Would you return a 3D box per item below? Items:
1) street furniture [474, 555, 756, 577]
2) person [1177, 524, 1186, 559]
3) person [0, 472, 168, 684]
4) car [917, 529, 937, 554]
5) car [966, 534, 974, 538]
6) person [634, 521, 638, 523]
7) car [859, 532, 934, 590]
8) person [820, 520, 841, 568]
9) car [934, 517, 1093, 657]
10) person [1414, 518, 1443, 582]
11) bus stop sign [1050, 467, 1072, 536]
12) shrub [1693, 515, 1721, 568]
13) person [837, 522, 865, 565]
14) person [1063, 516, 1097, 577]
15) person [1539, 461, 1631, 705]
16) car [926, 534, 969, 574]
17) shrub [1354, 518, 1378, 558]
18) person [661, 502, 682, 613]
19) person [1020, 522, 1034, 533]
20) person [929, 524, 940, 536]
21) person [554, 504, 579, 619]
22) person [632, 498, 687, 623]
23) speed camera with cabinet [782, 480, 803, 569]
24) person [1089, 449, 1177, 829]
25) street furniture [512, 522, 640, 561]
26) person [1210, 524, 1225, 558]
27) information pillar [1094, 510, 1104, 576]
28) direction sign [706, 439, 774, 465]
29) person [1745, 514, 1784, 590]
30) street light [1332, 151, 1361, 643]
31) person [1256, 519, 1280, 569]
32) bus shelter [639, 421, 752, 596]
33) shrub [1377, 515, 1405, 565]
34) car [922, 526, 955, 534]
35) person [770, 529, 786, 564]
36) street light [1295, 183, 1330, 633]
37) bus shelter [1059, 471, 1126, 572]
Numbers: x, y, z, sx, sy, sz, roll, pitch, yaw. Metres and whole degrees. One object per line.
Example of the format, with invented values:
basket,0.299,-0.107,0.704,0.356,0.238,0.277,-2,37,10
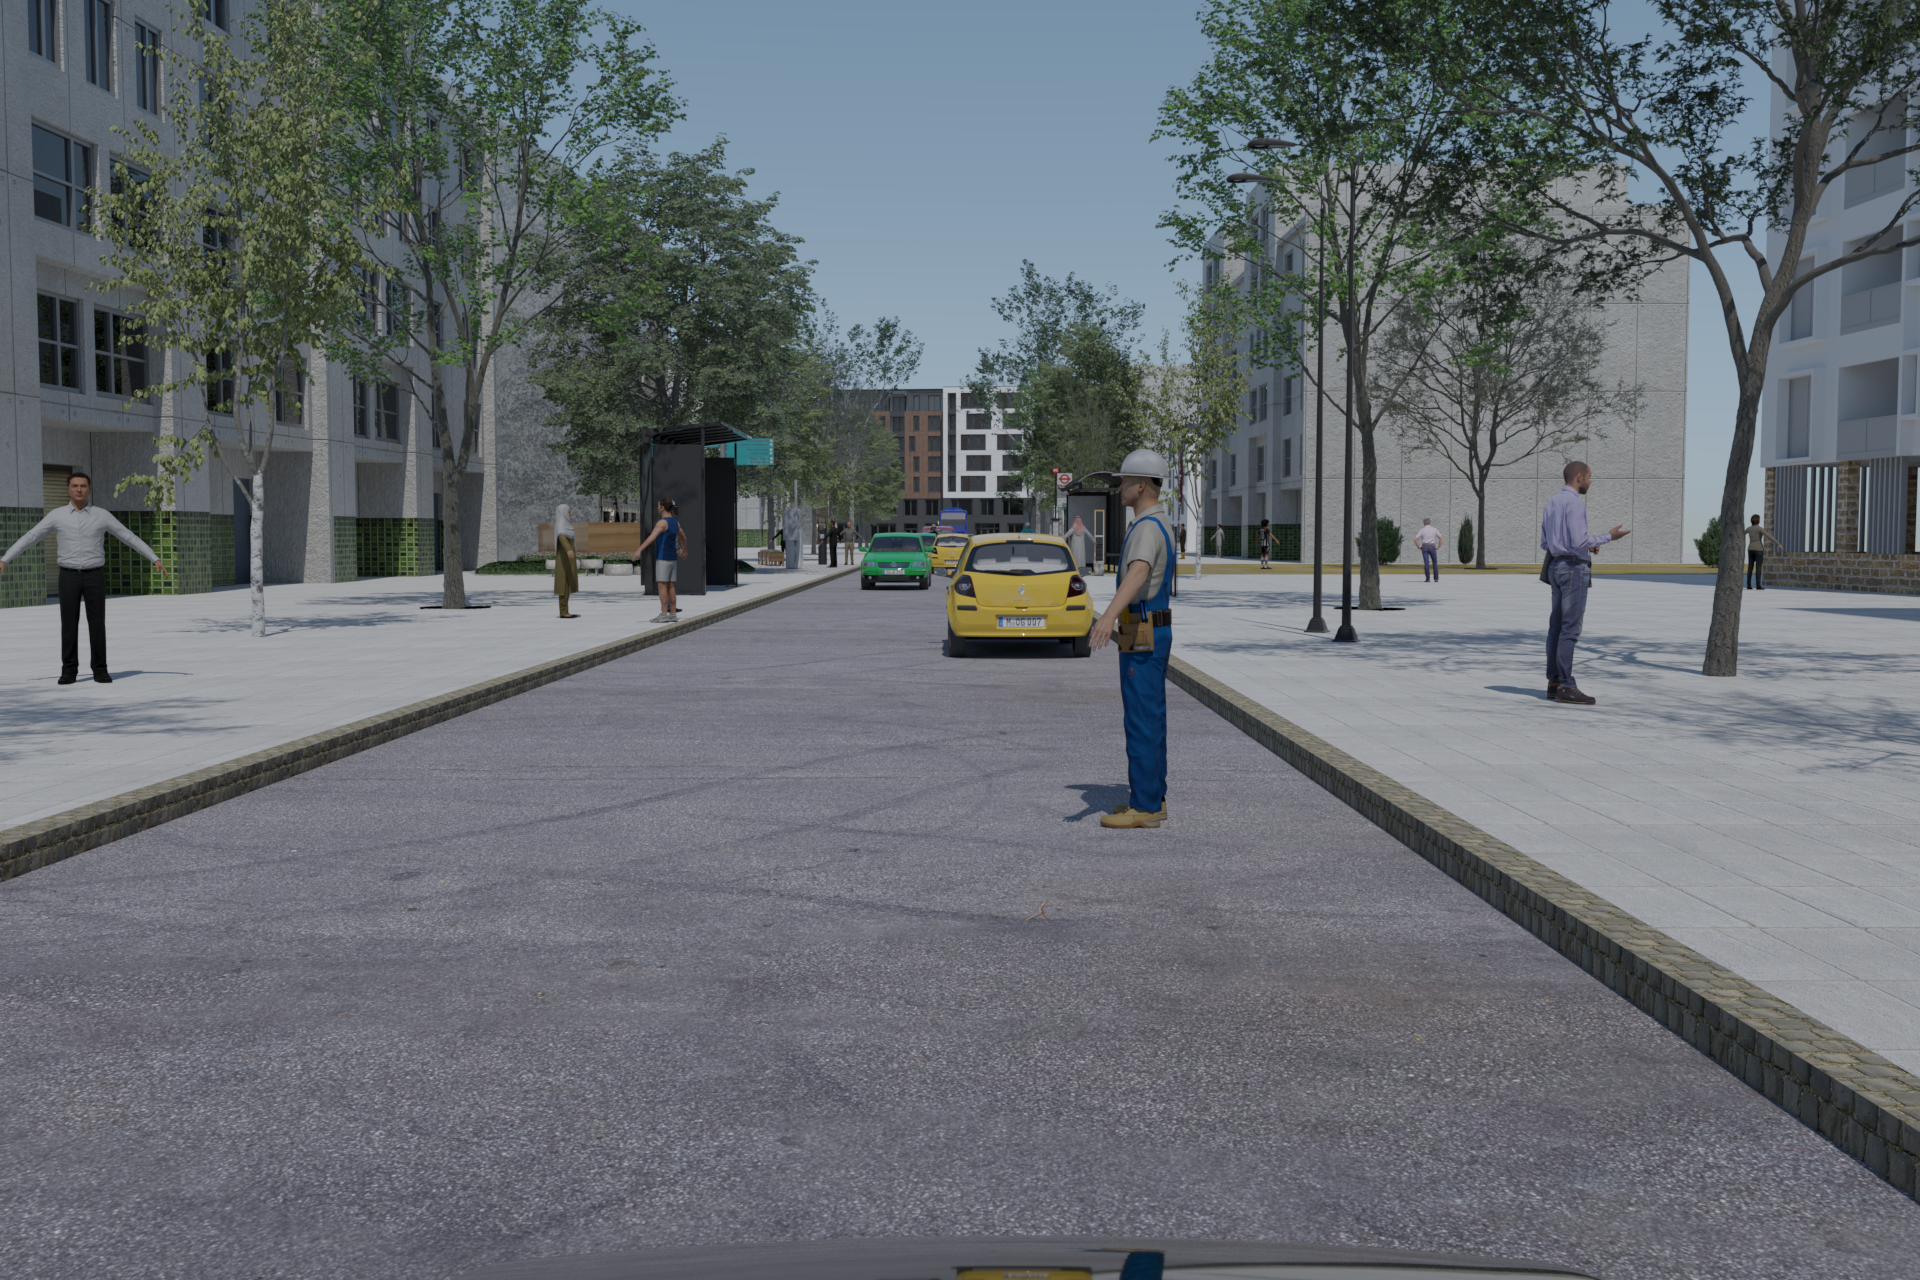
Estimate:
street furniture,-10.594,-2.477,56.118,10.072,0.657,5.734,-3,5,-44
person,11.313,-5.020,88.212,0.704,1.812,1.346,1,4,22
person,-7.547,-0.534,14.886,1.344,1.810,0.704,-2,4,-27
car,-1.608,-3.794,70.828,1.959,1.807,4.718,0,4,0
car,0.399,-6.972,125.791,2.131,1.459,4.920,0,4,-1
person,-14.764,-4.477,78.961,1.354,1.858,0.705,-3,5,-44
car,-1.669,-2.271,45.920,1.959,1.807,4.718,0,3,0
person,-4.869,-3.663,66.116,0.704,1.802,1.346,2,4,30
car,0.680,-0.695,21.585,2.015,1.641,3.980,0,4,-1
person,12.435,-2.387,46.008,0.756,1.711,0.436,1,4,12
bus stop sign,4.042,-4.927,69.267,0.855,3.939,0.416,0,4,-1
shrub,28.567,-3.721,65.265,1.690,2.028,1.600,0,3,0
person,-4.605,-4.017,71.948,1.348,1.796,0.705,0,4,-1
person,3.485,-2.770,51.440,1.347,1.811,0.704,-1,4,-20
person,4.791,-0.451,13.279,0.599,1.838,0.709,0,4,-4
car,-0.261,-3.246,63.290,2.015,1.641,3.980,0,4,0
shrub,17.797,-4.297,74.301,1.661,2.075,1.752,0,3,0
person,-4.730,-1.375,28.328,0.704,1.849,1.345,0,4,-1
person,3.094,-4.470,79.204,1.347,1.817,0.704,1,4,19
person,-1.130,-4.044,74.361,1.354,1.856,0.705,-1,4,-14
person,-5.941,-1.201,26.417,0.721,1.736,1.217,-1,4,-12
person,-4.289,-1.160,25.139,0.704,1.807,1.345,2,4,23
speed camera with cabinet,-6.161,-4.247,63.781,0.660,3.252,2.038,0,3,0
person,0.881,-0.015,8.558,0.705,1.847,1.347,1,4,16
street furniture,-14.000,-3.691,67.195,9.812,1.723,11.010,-3,4,-37
person,13.699,-5.231,91.721,0.705,1.806,1.347,-2,4,-24
information pillar,4.247,-2.962,52.928,0.304,2.012,0.304,0,4,0
direction sign,-5.901,-3.361,43.709,2.525,3.948,1.411,0,3,0
person,18.345,-2.024,39.847,0.721,1.744,1.215,-2,4,-33
street light,5.147,-2.931,20.467,1.470,5.913,1.316,0,4,0
person,11.136,-3.481,63.053,0.704,1.843,1.345,-2,4,-27
bus shelter,-5.871,-2.926,39.122,1.731,3.624,6.357,0,4,-1
shrub,17.379,-4.104,71.146,1.661,2.075,1.752,0,3,0
car,-1.045,-4.434,81.175,2.281,1.827,5.304,0,3,0
person,-7.494,-4.141,73.897,1.347,1.806,0.705,-3,4,-37
street light,5.204,-3.051,22.430,1.470,5.913,1.316,0,4,0
bus shelter,4.557,-3.939,58.325,2.014,3.302,5.546,0,4,-1
